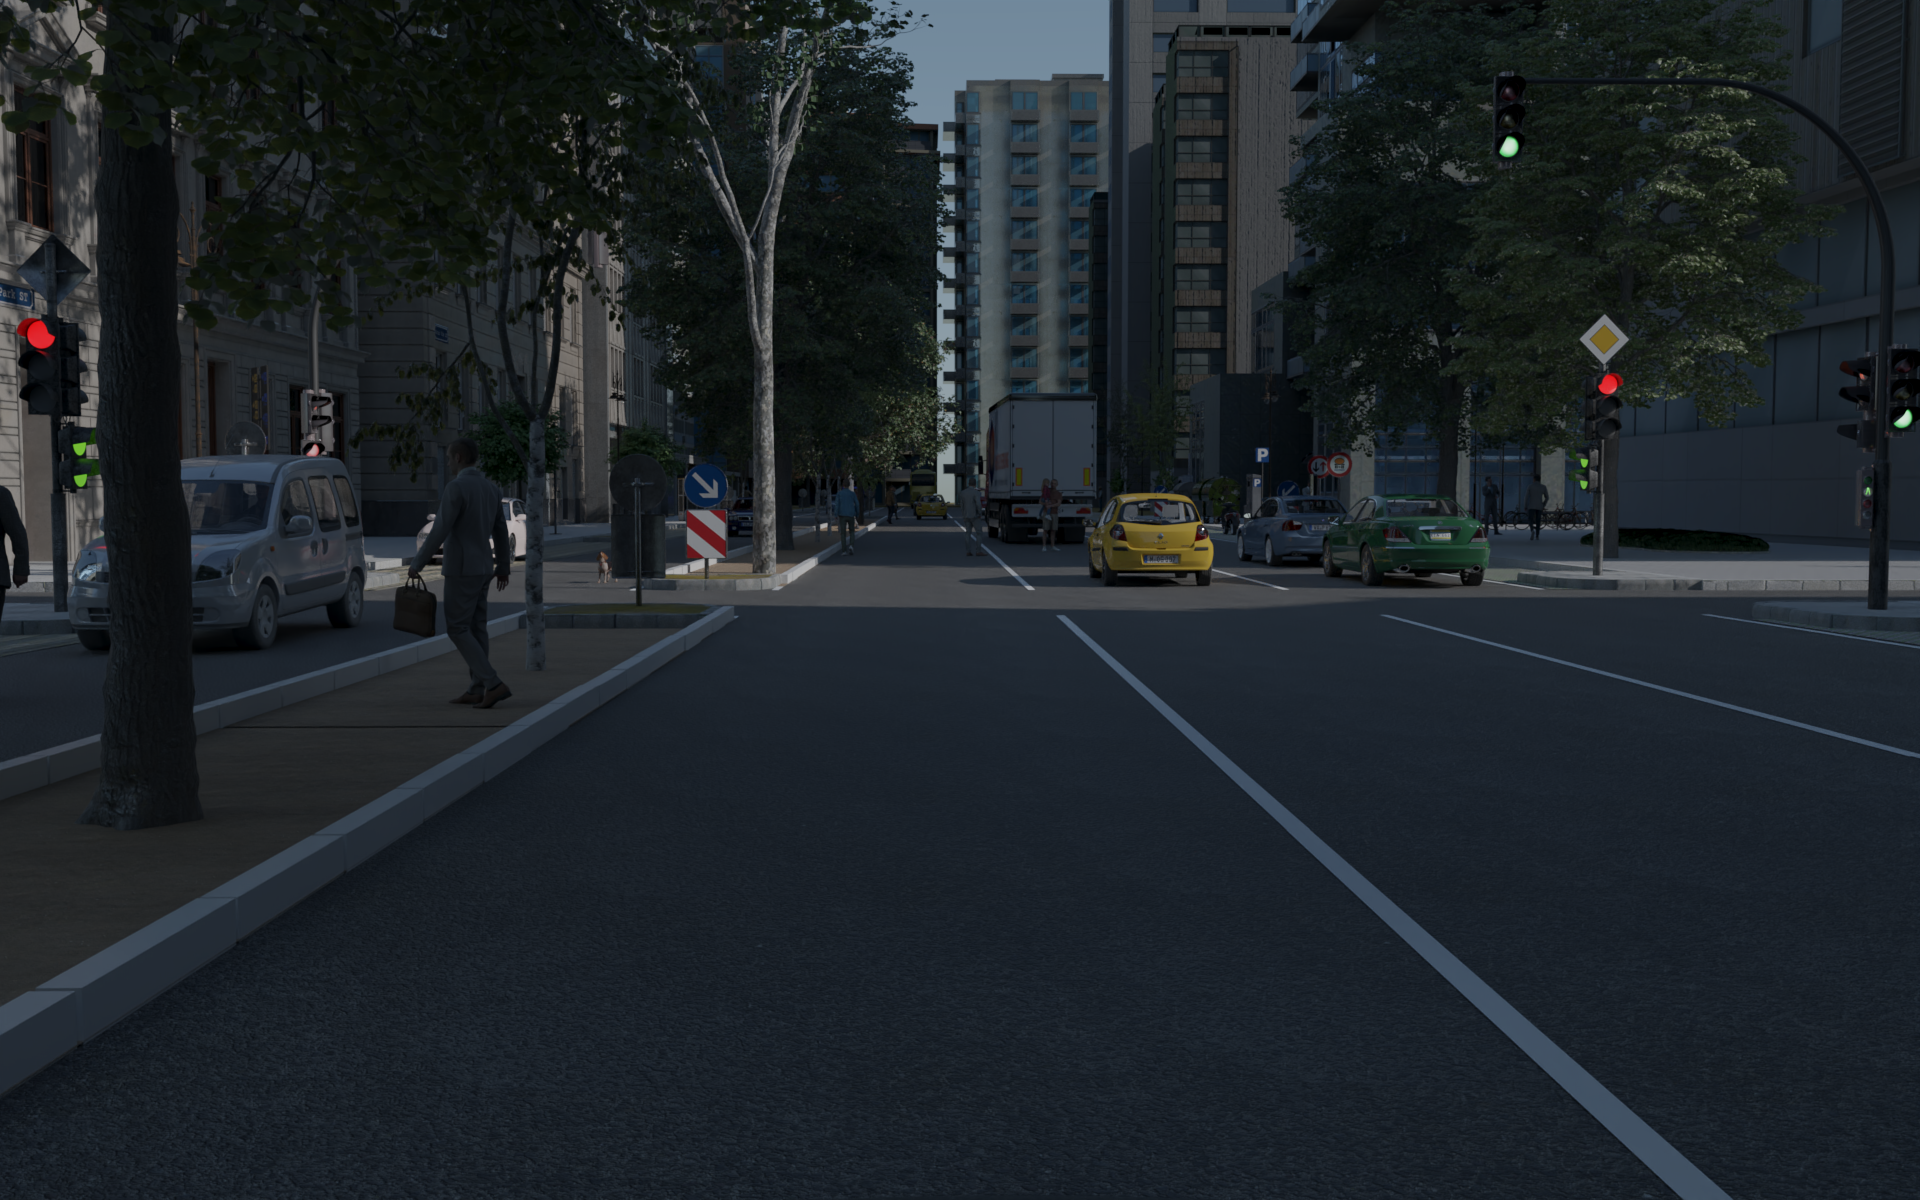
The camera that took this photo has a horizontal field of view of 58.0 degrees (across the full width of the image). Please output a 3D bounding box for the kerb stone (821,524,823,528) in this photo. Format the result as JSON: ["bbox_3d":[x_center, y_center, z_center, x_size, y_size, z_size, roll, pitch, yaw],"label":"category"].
[{"bbox_3d":[-5.751,-2.927,70.047,0.120,0.150,1.000,0,4,-1],"label":"kerb stone"}]

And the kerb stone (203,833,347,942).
[{"bbox_3d":[-2.374,0.993,6.029,0.120,0.150,1.000,0,4,-1],"label":"kerb stone"}]

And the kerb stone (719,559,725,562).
[{"bbox_3d":[-5.085,-0.857,36.214,0.120,0.150,1.000,0,4,-1],"label":"kerb stone"}]

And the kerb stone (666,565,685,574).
[{"bbox_3d":[-4.957,-0.482,30.068,0.120,0.150,1.000,0,4,-1],"label":"kerb stone"}]

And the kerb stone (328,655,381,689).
[{"bbox_3d":[-4.618,0.556,13.099,0.120,0.150,1.000,0,4,-1],"label":"kerb stone"}]

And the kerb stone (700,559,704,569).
[{"bbox_3d":[-5.019,-0.670,33.146,0.120,0.150,1.000,0,4,-1],"label":"kerb stone"}]

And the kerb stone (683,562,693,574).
[{"bbox_3d":[-4.970,-0.544,31.090,0.120,0.150,1.000,0,4,-1],"label":"kerb stone"}]

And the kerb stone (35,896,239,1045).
[{"bbox_3d":[-2.350,1.052,5.000,0.120,0.150,1.000,0,4,-1],"label":"kerb stone"}]

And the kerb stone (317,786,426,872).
[{"bbox_3d":[-2.391,0.929,7.051,0.120,0.150,1.000,0,4,-1],"label":"kerb stone"}]

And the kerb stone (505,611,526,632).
[{"bbox_3d":[-4.721,0.247,18.235,0.120,0.150,1.000,0,4,-1],"label":"kerb stone"}]

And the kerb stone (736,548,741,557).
[{"bbox_3d":[-5.136,-1.046,39.299,0.120,0.150,1.000,0,4,-1],"label":"kerb stone"}]

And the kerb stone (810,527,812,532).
[{"bbox_3d":[-5.630,-2.550,63.896,0.120,0.150,1.000,0,4,-1],"label":"kerb stone"}]

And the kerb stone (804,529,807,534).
[{"bbox_3d":[-5.571,-2.363,60.825,0.120,0.150,1.000,0,4,-1],"label":"kerb stone"}]

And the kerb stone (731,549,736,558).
[{"bbox_3d":[-5.123,-0.984,38.277,0.120,0.150,1.000,0,4,-1],"label":"kerb stone"}]

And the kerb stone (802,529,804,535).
[{"bbox_3d":[-5.552,-2.300,59.798,0.120,0.150,1.000,0,4,-1],"label":"kerb stone"}]

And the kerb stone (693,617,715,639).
[{"bbox_3d":[-2.594,0.302,17.300,0.120,0.150,1.000,0,4,-1],"label":"kerb stone"}]

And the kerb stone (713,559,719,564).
[{"bbox_3d":[-5.063,-0.794,35.192,0.120,0.150,1.000,0,4,-1],"label":"kerb stone"}]

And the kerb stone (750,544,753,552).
[{"bbox_3d":[-5.196,-1.235,42.381,0.120,0.150,1.000,0,4,-1],"label":"kerb stone"}]

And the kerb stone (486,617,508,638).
[{"bbox_3d":[-4.699,0.310,17.213,0.120,0.150,1.000,0,4,-1],"label":"kerb stone"}]

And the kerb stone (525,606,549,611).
[{"bbox_3d":[-4.737,0.179,19.265,0.120,0.150,1.000,0,4,-1],"label":"kerb stone"}]

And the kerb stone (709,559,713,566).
[{"bbox_3d":[-5.037,-0.730,34.169,0.120,0.150,1.000,0,4,-1],"label":"kerb stone"}]

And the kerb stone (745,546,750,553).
[{"bbox_3d":[-5.185,-1.169,41.351,0.120,0.150,1.000,0,4,-1],"label":"kerb stone"}]

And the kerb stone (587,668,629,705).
[{"bbox_3d":[-2.493,0.618,12.166,0.120,0.150,1.000,0,4,-1],"label":"kerb stone"}]

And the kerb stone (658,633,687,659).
[{"bbox_3d":[-2.559,0.427,15.253,0.120,0.150,1.000,0,4,-1],"label":"kerb stone"}]

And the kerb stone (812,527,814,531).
[{"bbox_3d":[-5.652,-2.611,64.918,0.120,0.150,1.000,0,4,-1],"label":"kerb stone"}]

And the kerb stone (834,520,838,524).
[{"bbox_3d":[-6.046,-3.805,84.406,0.120,0.150,1.000,0,4,-1],"label":"kerb stone"}]

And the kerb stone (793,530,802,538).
[{"bbox_3d":[-5.531,-2.237,58.773,0.120,0.150,1.000,0,4,-1],"label":"kerb stone"}]

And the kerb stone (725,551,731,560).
[{"bbox_3d":[-5.099,-0.921,37.247,0.120,0.150,1.000,0,4,-1],"label":"kerb stone"}]

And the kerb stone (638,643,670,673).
[{"bbox_3d":[-2.533,0.488,14.219,0.120,0.150,1.000,0,4,-1],"label":"kerb stone"}]

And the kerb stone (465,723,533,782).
[{"bbox_3d":[-2.428,0.803,9.094,0.120,0.150,1.000,0,4,-1],"label":"kerb stone"}]

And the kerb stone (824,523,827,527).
[{"bbox_3d":[-5.841,-3.178,74.154,0.120,0.150,1.000,0,4,-1],"label":"kerb stone"}]

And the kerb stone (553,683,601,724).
[{"bbox_3d":[-2.477,0.676,11.137,0.120,0.150,1.000,0,4,-1],"label":"kerb stone"}]

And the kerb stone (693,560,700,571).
[{"bbox_3d":[-4.994,-0.607,32.121,0.120,0.150,1.000,0,4,-1],"label":"kerb stone"}]

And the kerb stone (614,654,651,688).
[{"bbox_3d":[-2.511,0.552,13.197,0.120,0.150,1.000,0,4,-1],"label":"kerb stone"}]

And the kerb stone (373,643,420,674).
[{"bbox_3d":[-4.634,0.493,14.130,0.120,0.150,1.000,0,4,-1],"label":"kerb stone"}]

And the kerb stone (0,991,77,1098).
[{"bbox_3d":[-2.332,1.115,3.972,0.120,0.150,1.000,0,4,-1],"label":"kerb stone"}]

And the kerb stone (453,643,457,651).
[{"bbox_3d":[-4.679,0.370,16.192,0.120,0.150,1.000,0,4,-1],"label":"kerb stone"}]

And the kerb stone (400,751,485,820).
[{"bbox_3d":[-2.413,0.865,8.072,0.120,0.150,1.000,0,4,-1],"label":"kerb stone"}]

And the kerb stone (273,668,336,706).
[{"bbox_3d":[-4.598,0.619,12.077,0.120,0.150,1.000,0,4,-1],"label":"kerb stone"}]

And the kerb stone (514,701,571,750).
[{"bbox_3d":[-2.452,0.740,10.116,0.120,0.150,1.000,0,4,-1],"label":"kerb stone"}]

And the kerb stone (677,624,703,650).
[{"bbox_3d":[-2.567,0.364,16.279,0.120,0.150,1.000,0,4,-1],"label":"kerb stone"}]

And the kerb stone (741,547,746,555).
[{"bbox_3d":[-5.156,-1.108,40.324,0.120,0.150,1.000,0,4,-1],"label":"kerb stone"}]

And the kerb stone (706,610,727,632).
[{"bbox_3d":[-2.612,0.239,18.325,0.120,0.150,1.000,0,4,-1],"label":"kerb stone"}]

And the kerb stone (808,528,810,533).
[{"bbox_3d":[-5.620,-2.485,62.869,0.120,0.150,1.000,0,4,-1],"label":"kerb stone"}]

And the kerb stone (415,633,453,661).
[{"bbox_3d":[-4.654,0.431,15.154,0.120,0.150,1.000,0,4,-1],"label":"kerb stone"}]
